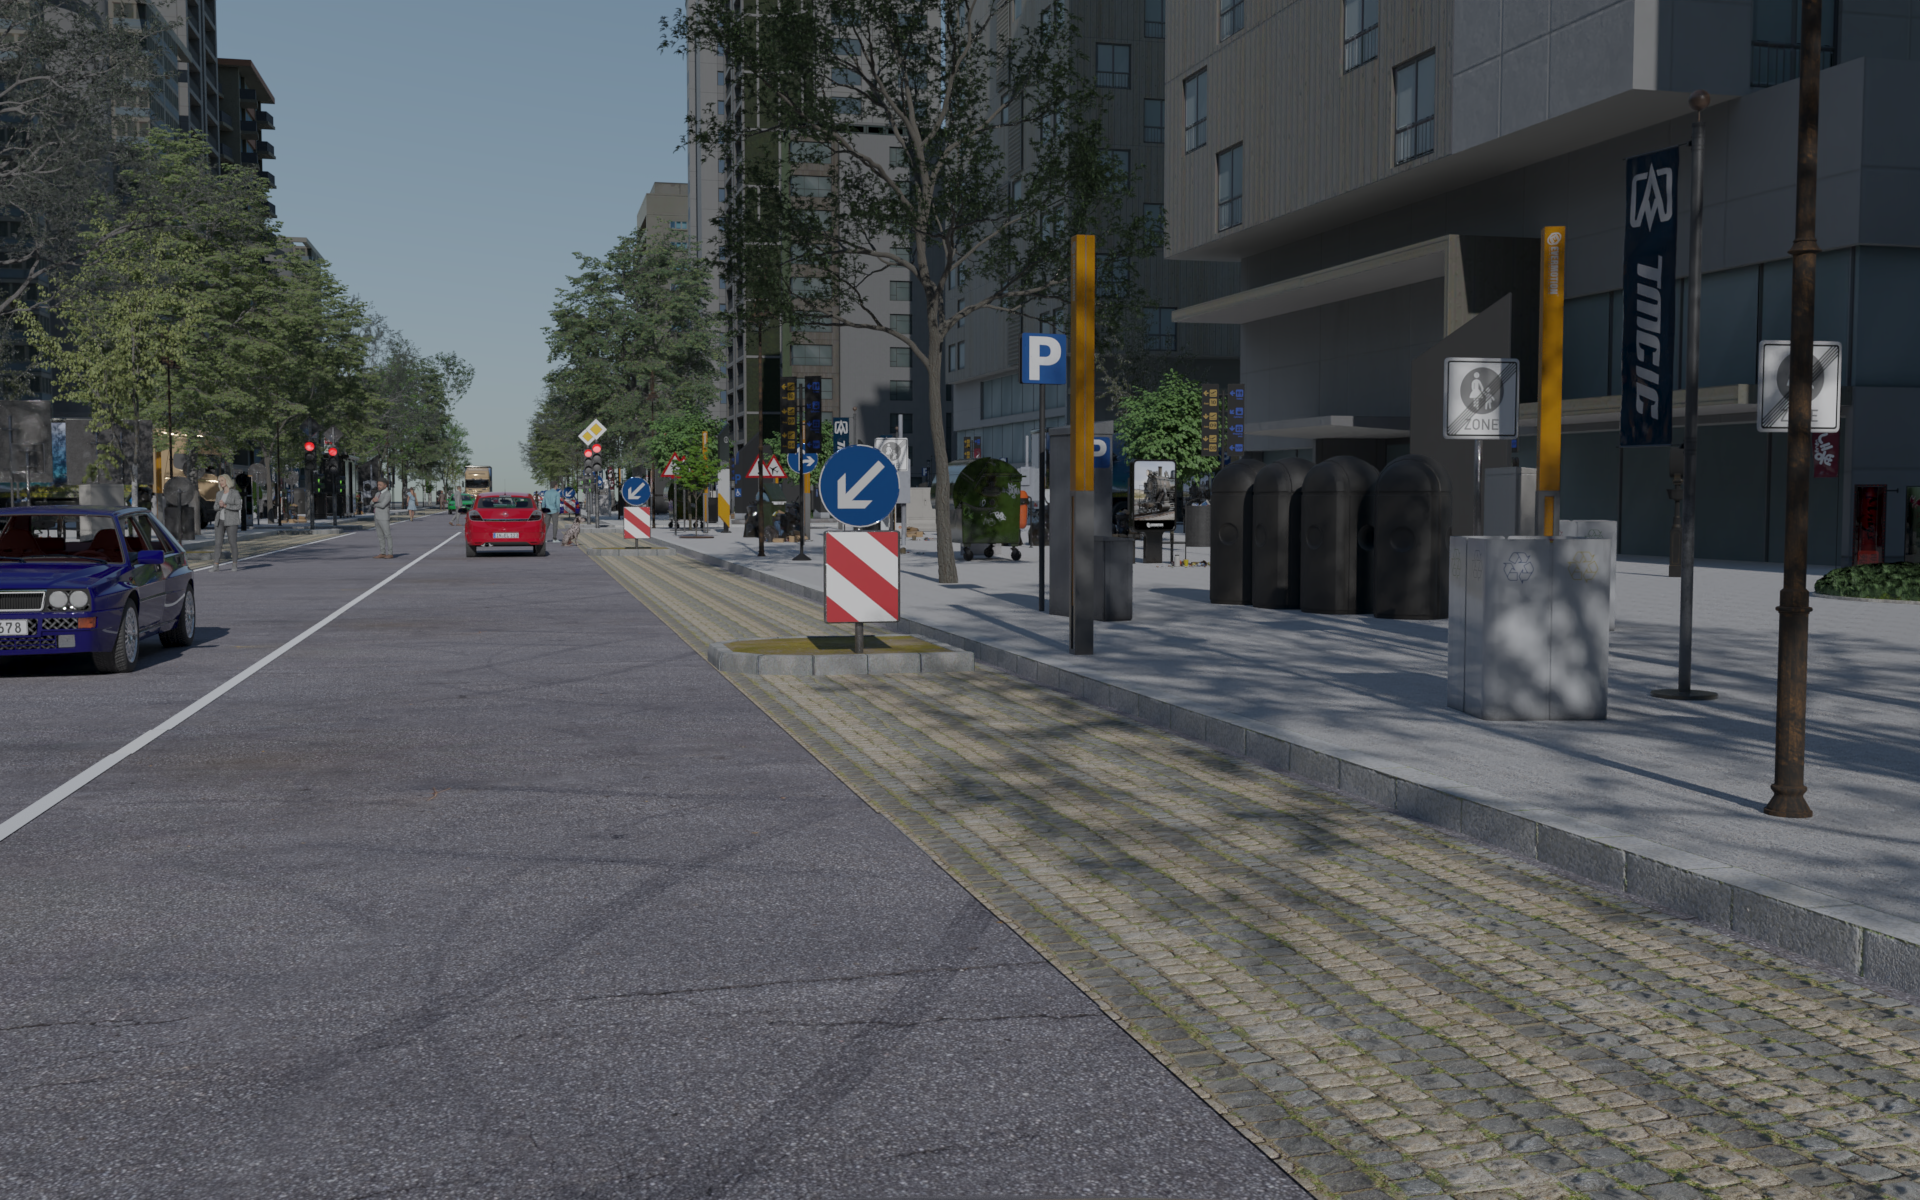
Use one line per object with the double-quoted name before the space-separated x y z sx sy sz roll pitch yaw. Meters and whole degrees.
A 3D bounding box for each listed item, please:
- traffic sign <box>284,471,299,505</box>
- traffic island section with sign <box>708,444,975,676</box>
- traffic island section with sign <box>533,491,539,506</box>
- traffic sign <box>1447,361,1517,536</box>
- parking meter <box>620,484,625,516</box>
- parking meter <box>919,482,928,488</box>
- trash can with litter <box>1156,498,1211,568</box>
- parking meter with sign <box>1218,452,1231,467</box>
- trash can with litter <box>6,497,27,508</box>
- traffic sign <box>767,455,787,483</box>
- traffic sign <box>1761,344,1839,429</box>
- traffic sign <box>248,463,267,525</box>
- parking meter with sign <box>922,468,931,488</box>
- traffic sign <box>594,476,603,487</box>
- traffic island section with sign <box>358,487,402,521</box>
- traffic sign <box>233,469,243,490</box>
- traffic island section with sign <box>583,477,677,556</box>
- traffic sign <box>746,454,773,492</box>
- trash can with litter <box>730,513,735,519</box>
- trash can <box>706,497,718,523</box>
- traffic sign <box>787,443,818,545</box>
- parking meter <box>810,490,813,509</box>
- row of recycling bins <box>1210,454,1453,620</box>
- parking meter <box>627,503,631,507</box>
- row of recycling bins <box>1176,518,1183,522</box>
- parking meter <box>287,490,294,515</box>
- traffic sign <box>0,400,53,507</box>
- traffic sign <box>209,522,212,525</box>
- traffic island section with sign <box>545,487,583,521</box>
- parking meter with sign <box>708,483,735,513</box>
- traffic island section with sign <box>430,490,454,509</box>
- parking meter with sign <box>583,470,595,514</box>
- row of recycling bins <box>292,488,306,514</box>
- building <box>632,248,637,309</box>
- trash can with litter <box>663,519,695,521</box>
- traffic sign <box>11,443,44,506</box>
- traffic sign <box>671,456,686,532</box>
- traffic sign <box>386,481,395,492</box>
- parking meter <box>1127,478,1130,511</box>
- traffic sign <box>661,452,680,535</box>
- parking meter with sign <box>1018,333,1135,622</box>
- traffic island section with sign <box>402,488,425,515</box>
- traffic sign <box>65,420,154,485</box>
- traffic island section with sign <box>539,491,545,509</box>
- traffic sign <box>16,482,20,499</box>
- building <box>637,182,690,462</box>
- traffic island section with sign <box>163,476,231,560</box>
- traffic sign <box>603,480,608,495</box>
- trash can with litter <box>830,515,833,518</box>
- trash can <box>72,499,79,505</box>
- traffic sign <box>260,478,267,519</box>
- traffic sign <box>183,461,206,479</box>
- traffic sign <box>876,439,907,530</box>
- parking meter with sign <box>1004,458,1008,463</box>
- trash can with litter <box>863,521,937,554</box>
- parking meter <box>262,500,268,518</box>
"traffic sign" -36.963 -5.851 95.775 0.768 2.556 0.104 -1 4 -13
"traffic island section with sign" -1.087 -0.364 14.572 1.989 1.847 2.006 -1 4 -14
"traffic island section with sign" -40.516 -9.824 169.254 1.989 1.847 2.006 -1 4 -14
"traffic sign" 3.922 -0.673 13.129 0.606 2.300 0.079 -1 4 -12
"parking meter" -19.877 -5.878 101.815 0.255 1.863 0.399 1 4 14
"parking meter" -1.826 -4.922 86.178 0.399 1.863 0.255 2 4 32
"trash can with litter" 4.631 -1.196 30.610 2.233 1.210 1.678 1 4 10
"parking meter with sign" 11.130 -4.528 70.287 0.543 3.016 1.738 -1 4 -21
"trash can with litter" -26.419 -2.337 49.275 1.678 1.210 2.233 -1 4 -12
"traffic sign" -6.127 -3.490 57.072 0.884 2.594 0.081 0 4 -7
"traffic sign" 5.608 -0.583 11.663 0.606 2.300 0.079 -1 4 -11
"traffic sign" -28.874 -4.349 71.214 0.768 2.556 0.104 -1 4 -9
"parking meter with sign" -2.168 -7.187 113.763 0.543 3.016 1.738 0 4 -6
"traffic sign" -24.731 -7.221 118.162 0.768 2.556 0.104 0 4 -5
"traffic island section with sign" -30.961 -5.110 92.178 1.989 1.847 2.006 -1 4 -14
"traffic sign" -29.389 -4.165 70.226 0.606 2.300 0.079 -1 4 -9
"traffic island section with sign" -7.773 -1.967 40.782 1.989 1.847 2.006 -1 4 -14
"traffic sign" -6.518 -3.440 56.241 0.884 2.594 0.081 0 4 -8
"trash can with litter" -11.349 -4.738 88.854 1.055 1.170 0.624 -1 4 -13
"trash can" -10.914 -3.935 75.998 0.748 1.137 0.748 0 3 0
"traffic sign" -3.945 -2.652 43.459 0.768 2.556 0.104 0 4 -6
"parking meter" -9.785 -6.520 115.020 0.372 1.533 0.369 0 3 0
"row of recycling bins" 4.003 -0.735 19.135 1.069 1.692 3.534 -2 4 -30
"parking meter" -21.926 -6.522 115.042 0.372 1.533 0.369 0 3 0
"row of recycling bins" 9.969 -4.465 80.123 1.069 1.692 3.534 -2 4 -31
"parking meter" -37.953 -5.490 98.166 0.372 1.533 0.369 0 3 0
"traffic sign" -20.846 -2.663 37.419 2.265 3.308 0.079 -1 4 -14
"traffic sign" -30.725 -4.332 70.929 0.768 2.556 0.104 0 4 -8
"traffic island section with sign" -21.190 -5.184 93.385 1.989 1.847 2.006 -1 4 -14
"parking meter with sign" -14.997 -6.905 109.157 0.543 3.016 1.738 3 4 38
"traffic island section with sign" -49.897 -9.653 166.457 1.989 1.847 2.006 -1 4 -14
"parking meter with sign" -26.359 -7.736 122.740 0.543 3.016 1.738 -1 4 -14
"row of recycling bins" -42.248 -6.368 111.223 1.069 1.692 3.534 -1 4 -9
"building" -43.468 -38.968 291.747 22.147 44.769 28.867 -1 4 -14
"trash can with litter" -13.521 -4.466 84.069 2.233 1.210 1.678 -3 4 -37
"traffic sign" -18.697 -1.997 34.774 0.606 2.300 0.079 -1 4 -9
"traffic sign" -9.330 -3.584 58.595 0.884 2.594 0.081 0 4 -8
"traffic sign" -46.938 -8.718 142.550 0.884 2.594 0.081 -1 4 -11
"parking meter" 5.373 -2.920 53.451 0.255 1.863 0.399 -2 4 -32
"traffic sign" -8.806 -3.276 53.573 0.884 2.594 0.081 -1 4 -9
"parking meter with sign" 1.249 -1.338 18.140 0.543 3.016 1.738 -2 4 -25
"traffic island section with sign" -37.636 -6.713 118.388 1.989 1.847 2.006 -1 4 -14
"traffic sign" -23.292 -3.278 47.466 2.265 3.308 0.079 0 4 -6
"traffic island section with sign" -28.081 -6.839 120.445 1.989 1.847 2.006 -1 4 -14
"traffic sign" -25.345 -2.850 46.607 0.884 2.594 0.081 -1 4 -10
"building" -37.896 -39.284 265.990 21.300 48.544 21.600 -1 4 -14
"traffic island section with sign" -17.139 -1.795 37.973 1.989 1.847 2.006 -1 4 -14
"traffic sign" -25.354 -7.465 124.189 0.606 2.300 0.079 -1 4 -14
"trash can with litter" -7.000 -5.333 98.580 0.624 1.170 1.055 0 4 6
"trash can" -23.569 -2.152 46.832 0.748 1.137 0.748 0 3 0
"traffic sign" -36.290 -5.440 90.125 0.795 2.450 0.064 -1 4 -9
"traffic sign" -27.251 -3.764 61.655 0.768 2.556 0.104 -1 4 -12
"traffic sign" -1.257 -1.808 31.692 0.606 2.300 0.079 0 4 -5
"parking meter with sign" 1.427 -5.267 82.375 1.738 3.016 0.543 -3 4 -37
"trash can with litter" -1.725 -1.614 37.440 1.678 1.210 2.233 -3 5 -44
"parking meter" -38.633 -5.532 96.165 0.399 1.863 0.255 1 4 13
